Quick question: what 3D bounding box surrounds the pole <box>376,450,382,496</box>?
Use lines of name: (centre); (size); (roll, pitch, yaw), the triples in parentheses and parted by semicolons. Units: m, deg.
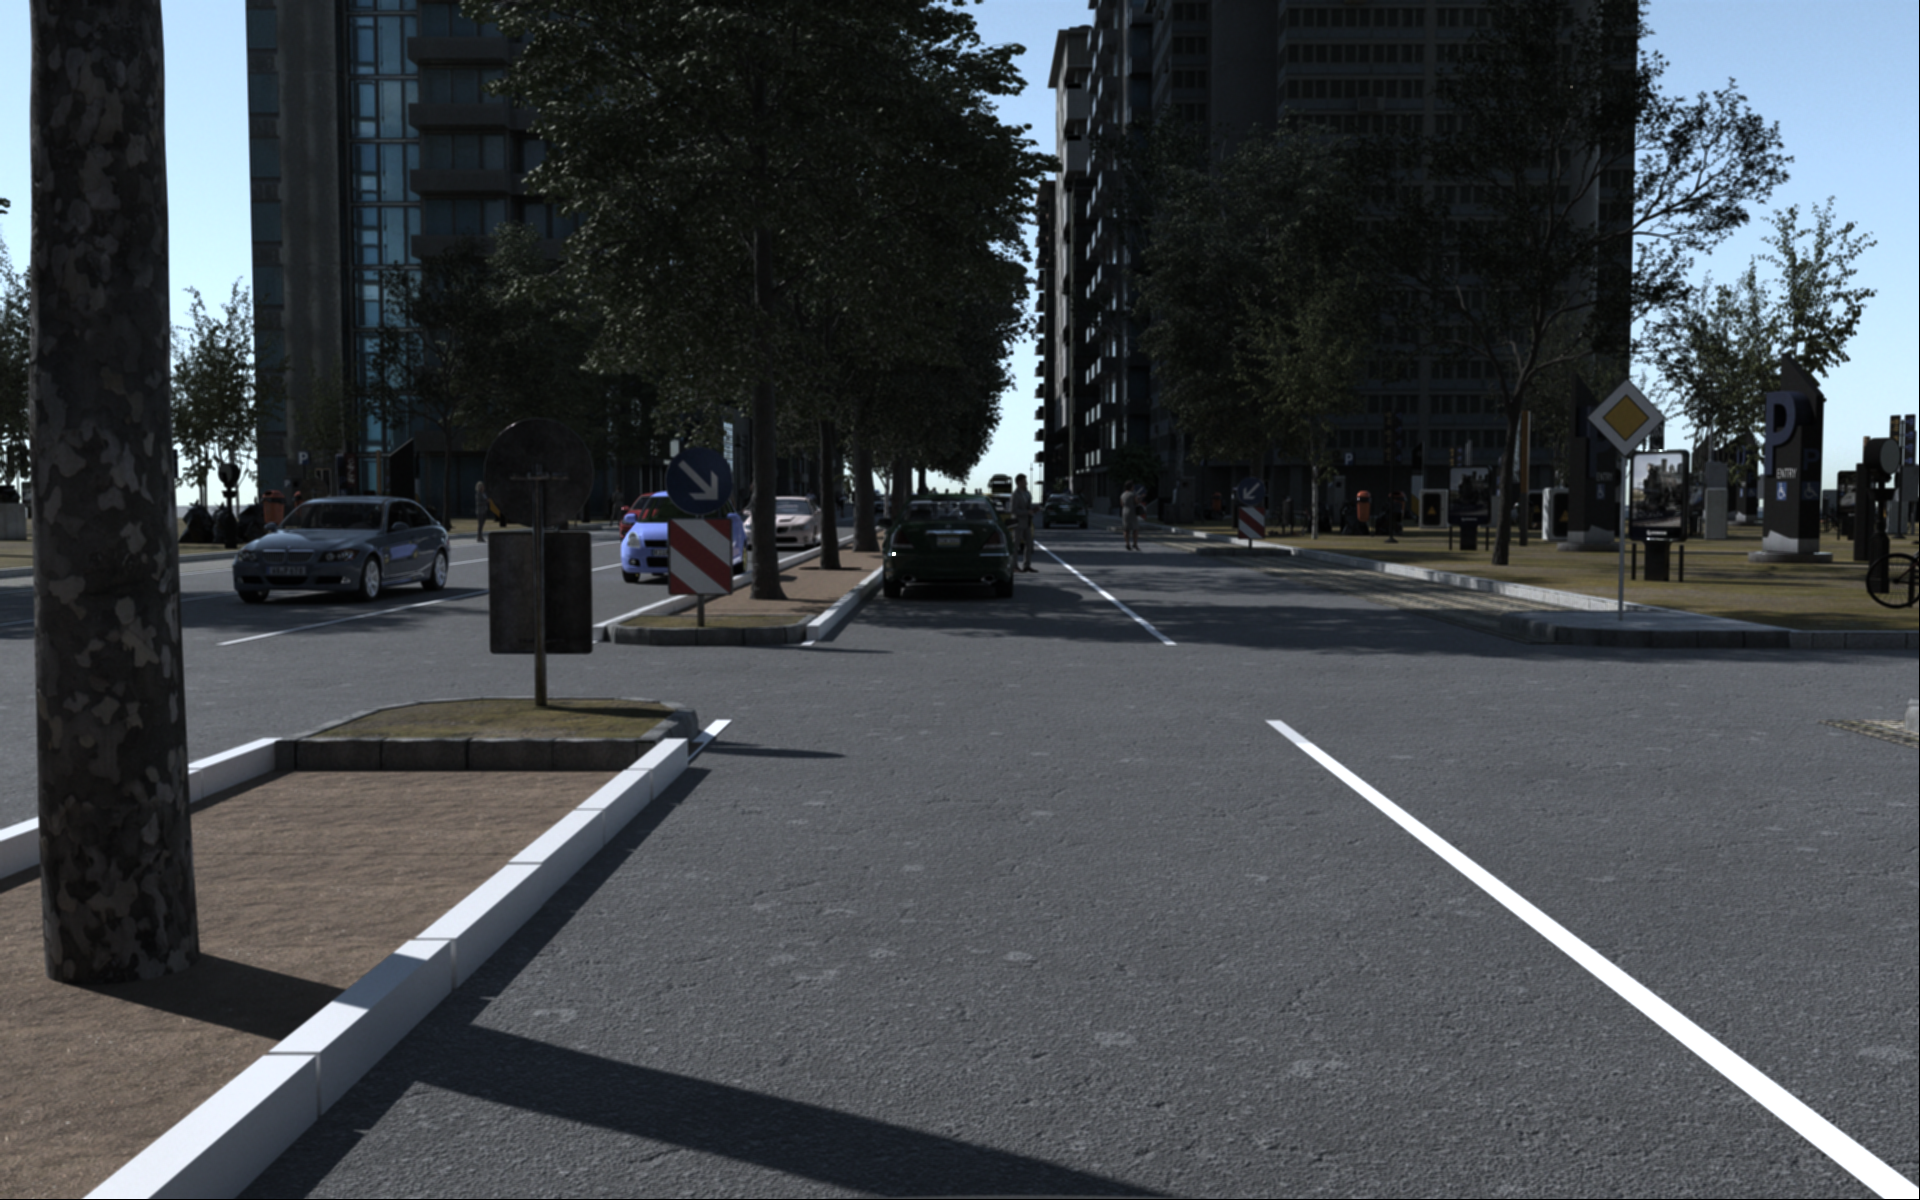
pole: (-27.052, -5.311, 80.683); (0.158, 3.312, 0.155); (0, 3, 0)

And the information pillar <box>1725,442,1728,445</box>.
information pillar: (34.215, -5.246, 77.124); (0.504, 3.616, 0.183); (-1, 4, -16)

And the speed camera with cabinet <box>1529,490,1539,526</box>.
speed camera with cabinet: (23.898, -4.618, 69.845); (2.038, 3.252, 0.660); (2, 4, 24)

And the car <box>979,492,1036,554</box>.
car: (0.907, -2.001, 42.944); (2.015, 1.641, 3.980); (0, 4, -1)

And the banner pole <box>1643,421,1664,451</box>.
banner pole: (20.805, -3.801, 52.161); (0.401, 3.779, 0.863); (-3, 4, -38)

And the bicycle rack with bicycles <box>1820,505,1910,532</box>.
bicycle rack with bicycles: (30.334, -2.745, 58.271); (2.925, 0.926, 2.852); (2, 4, 25)

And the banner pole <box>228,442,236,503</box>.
banner pole: (-35.204, -5.735, 83.790); (0.401, 3.779, 0.863); (-3, 5, -43)

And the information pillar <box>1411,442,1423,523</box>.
information pillar: (20.282, -5.224, 76.774); (0.504, 3.616, 0.183); (2, 4, 25)

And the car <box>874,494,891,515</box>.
car: (-5.194, -6.599, 117.679); (2.009, 1.686, 4.222); (0, 4, 0)

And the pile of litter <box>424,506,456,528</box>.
pile of litter: (-19.816, -3.111, 64.829); (1.719, 0.858, 1.176); (0, 4, 2)

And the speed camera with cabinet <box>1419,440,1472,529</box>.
speed camera with cabinet: (19.094, -4.483, 67.628); (0.660, 3.252, 2.038); (-3, 4, -37)

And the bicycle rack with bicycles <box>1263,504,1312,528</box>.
bicycle rack with bicycles: (12.076, -3.196, 65.635); (2.852, 0.926, 2.925); (0, 4, -3)

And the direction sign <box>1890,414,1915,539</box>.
direction sign: (26.954, -3.524, 49.617); (0.379, 3.537, 0.876); (-1, 4, -15)

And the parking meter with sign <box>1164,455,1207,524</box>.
parking meter with sign: (9.619, -4.759, 74.067); (1.738, 3.016, 0.543); (-1, 4, -13)

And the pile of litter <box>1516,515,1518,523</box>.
pile of litter: (25.196, -3.818, 76.382); (1.719, 0.858, 1.176); (-3, 4, -36)

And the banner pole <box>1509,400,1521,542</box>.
banner pole: (14.864, -3.454, 46.482); (0.401, 3.779, 0.863); (3, 5, 39)

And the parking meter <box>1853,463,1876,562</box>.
parking meter: (17.267, -1.672, 33.043); (0.399, 1.863, 0.255); (-3, 5, -43)

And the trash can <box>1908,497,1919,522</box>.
trash can: (47.626, -4.581, 86.545); (0.748, 1.137, 0.748); (0, 3, 0)

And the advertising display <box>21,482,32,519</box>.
advertising display: (-48.726, -5.234, 90.792); (0.974, 1.923, 0.123); (1, 4, 13)

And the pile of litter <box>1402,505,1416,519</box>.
pile of litter: (22.398, -4.546, 88.284); (1.719, 0.858, 1.176); (1, 4, 11)

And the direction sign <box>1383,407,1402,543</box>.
direction sign: (11.352, -3.272, 45.496); (0.379, 3.537, 0.876); (3, 5, 45)

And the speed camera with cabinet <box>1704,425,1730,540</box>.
speed camera with cabinet: (21.386, -3.338, 48.906); (0.660, 3.252, 2.038); (2, 4, 24)

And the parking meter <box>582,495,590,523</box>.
parking meter: (-16.676, -4.203, 77.137); (0.372, 1.533, 0.369); (0, 3, 0)

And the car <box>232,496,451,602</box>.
car: (-8.610, -0.763, 24.485); (2.014, 1.417, 4.499); (0, 4, 2)

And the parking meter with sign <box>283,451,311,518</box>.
parking meter with sign: (-26.975, -4.506, 69.931); (0.543, 3.016, 1.738); (1, 4, 15)

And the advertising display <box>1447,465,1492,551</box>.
advertising display: (11.559, -2.085, 39.306); (0.974, 1.923, 0.123); (3, 4, 36)

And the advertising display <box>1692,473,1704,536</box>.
advertising display: (22.283, -2.897, 52.572); (0.974, 1.923, 0.123); (-3, 5, -42)

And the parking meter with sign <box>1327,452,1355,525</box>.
parking meter with sign: (15.612, -4.634, 72.034); (1.738, 3.016, 0.543); (-2, 4, -35)

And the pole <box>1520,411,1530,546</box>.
pole: (13.885, -2.980, 42.569); (0.158, 3.312, 0.155); (0, 3, 0)

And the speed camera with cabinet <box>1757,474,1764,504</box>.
speed camera with cabinet: (37.819, -5.297, 80.938); (2.038, 3.252, 0.660); (-3, 5, -44)

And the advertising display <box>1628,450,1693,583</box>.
advertising display: (10.268, -1.239, 25.471); (0.123, 1.923, 0.974); (-2, 4, -28)

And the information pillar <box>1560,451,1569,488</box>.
information pillar: (32.271, -6.187, 92.508); (0.504, 3.616, 0.183); (0, 4, -3)

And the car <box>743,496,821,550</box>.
car: (-4.585, -2.032, 45.587); (2.083, 1.381, 4.827); (0, 4, 1)

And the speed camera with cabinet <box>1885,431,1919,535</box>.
speed camera with cabinet: (29.798, -3.704, 54.902); (0.660, 3.252, 2.038); (1, 4, 13)

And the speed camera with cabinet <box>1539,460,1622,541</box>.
speed camera with cabinet: (17.019, -3.236, 47.239); (2.038, 3.252, 0.660); (0, 4, 2)

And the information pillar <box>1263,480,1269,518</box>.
information pillar: (16.114, -5.309, 91.299); (0.304, 2.012, 0.304); (0, 4, -5)

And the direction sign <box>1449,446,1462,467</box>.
direction sign: (23.385, -5.492, 81.796); (0.379, 3.537, 0.876); (-2, 4, -25)

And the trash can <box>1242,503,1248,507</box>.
trash can: (13.885, -4.455, 84.493); (0.748, 1.137, 0.748); (0, 3, 0)

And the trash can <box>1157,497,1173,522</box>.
trash can: (9.533, -4.221, 80.670); (0.748, 1.137, 0.748); (0, 3, 0)

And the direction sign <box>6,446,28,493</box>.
direction sign: (-44.336, -5.475, 81.513); (0.876, 3.537, 0.379); (-3, 4, -36)

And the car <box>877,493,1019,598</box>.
car: (-0.170, -0.832, 25.405); (2.131, 1.459, 4.920); (0, 4, 0)

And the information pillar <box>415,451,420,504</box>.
information pillar: (-29.209, -6.234, 93.286); (0.183, 3.616, 0.504); (0, 4, 2)

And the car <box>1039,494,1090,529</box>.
car: (4.406, -3.728, 72.748); (2.131, 1.459, 4.920); (0, 4, 2)

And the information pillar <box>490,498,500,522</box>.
information pillar: (-21.399, -5.405, 79.724); (0.504, 3.616, 0.183); (0, 4, -6)

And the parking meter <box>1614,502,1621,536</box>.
parking meter: (19.924, -2.711, 52.737); (0.372, 1.533, 0.369); (0, 3, 0)

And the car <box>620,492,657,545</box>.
car: (-8.160, -2.367, 47.735); (2.155, 1.783, 4.494); (0, 4, 1)

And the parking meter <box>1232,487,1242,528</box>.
parking meter: (10.342, -3.441, 64.668); (0.372, 1.533, 0.369); (0, 3, 0)

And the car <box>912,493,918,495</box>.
car: (-4.620, -10.301, 178.012); (1.945, 1.707, 3.694); (0, 4, 2)

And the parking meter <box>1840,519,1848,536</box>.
parking meter: (27.331, -2.907, 53.249); (0.399, 1.863, 0.255); (2, 4, 35)

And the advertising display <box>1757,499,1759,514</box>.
advertising display: (40.668, -5.125, 89.000); (0.974, 1.923, 0.123); (-2, 4, -25)

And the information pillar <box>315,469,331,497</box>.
information pillar: (-18.461, -2.799, 50.263); (0.304, 2.012, 0.304); (2, 4, 35)

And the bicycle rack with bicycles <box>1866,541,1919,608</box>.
bicycle rack with bicycles: (12.025, -0.387, 19.717); (2.925, 0.926, 2.852); (2, 4, 31)

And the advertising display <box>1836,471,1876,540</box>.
advertising display: (24.816, -2.615, 47.967); (0.974, 1.923, 0.123); (3, 5, 44)

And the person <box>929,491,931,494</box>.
person: (-4.239, -14.627, 247.289); (0.705, 1.869, 1.348); (-2, 4, -32)

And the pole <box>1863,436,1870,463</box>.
pole: (32.078, -4.129, 61.357); (0.158, 3.312, 0.155); (0, 3, 0)

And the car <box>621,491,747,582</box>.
car: (-4.621, -1.203, 29.257); (1.945, 1.707, 3.694); (0, 3, 0)

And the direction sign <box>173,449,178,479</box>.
direction sign: (-39.902, -5.833, 87.361); (0.876, 3.537, 0.379); (-2, 4, -25)
